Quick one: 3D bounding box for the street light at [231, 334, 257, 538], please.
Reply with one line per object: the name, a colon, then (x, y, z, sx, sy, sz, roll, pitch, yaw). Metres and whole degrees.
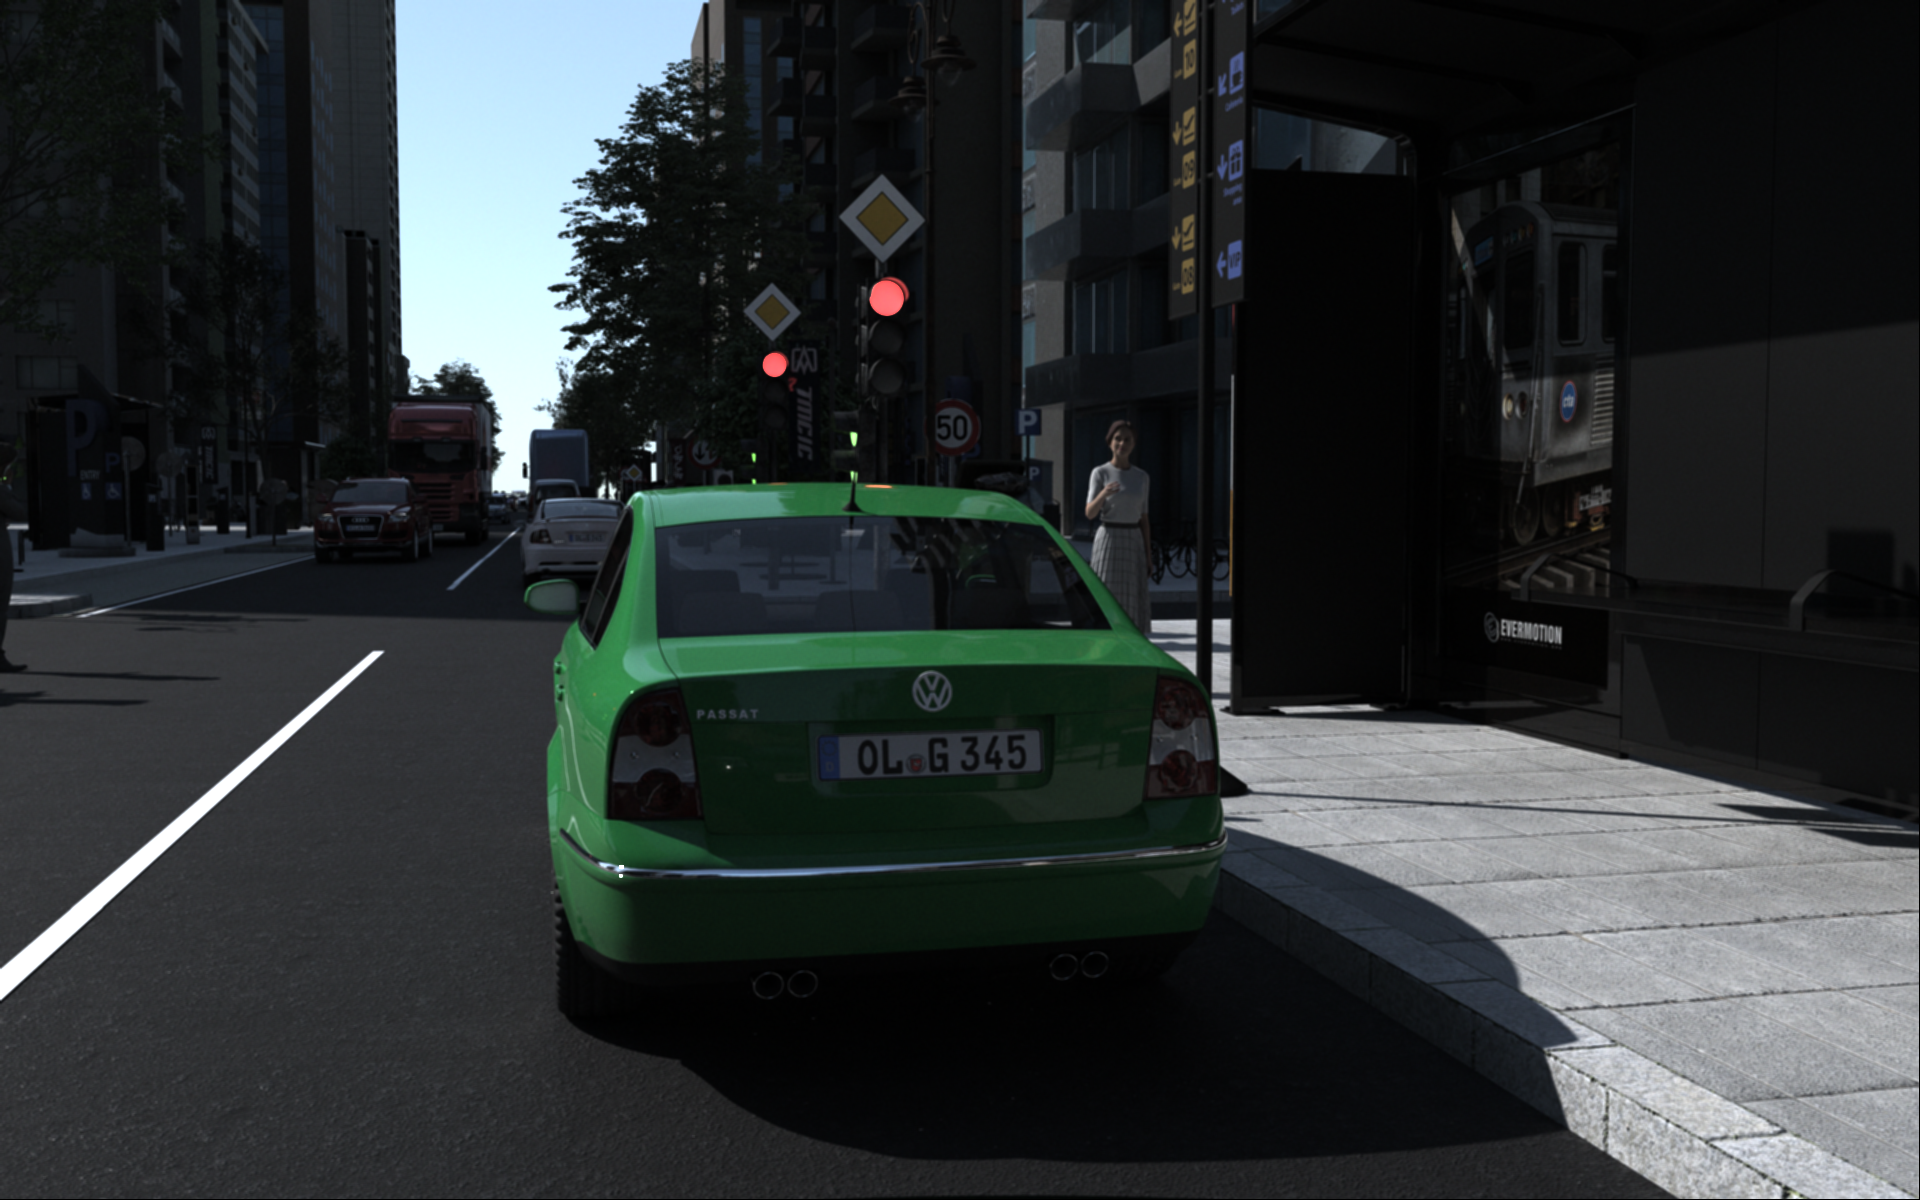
street light: (-20.651, -4.728, 50.091, 0.468, 5.910, 1.993, -1, 4, -13)

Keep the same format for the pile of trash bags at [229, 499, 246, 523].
pile of trash bags: (-31.738, -4.257, 79.347, 1.912, 1.369, 3.447, 2, 4, 28)

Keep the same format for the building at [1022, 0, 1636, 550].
building: (16.674, -26.258, 48.926, 30.456, 49.044, 23.786, -1, 4, -13)

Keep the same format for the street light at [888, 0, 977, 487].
street light: (-0.252, -2.585, 15.055, 0.468, 5.910, 1.993, -1, 4, -13)

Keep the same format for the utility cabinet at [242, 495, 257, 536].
utility cabinet: (-21.671, -2.554, 52.924, 0.306, 1.237, 1.020, -1, 4, -23)

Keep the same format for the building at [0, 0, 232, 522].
building: (-44.133, -24.422, 82.892, 14.154, 41.232, 14.086, -1, 4, -13)

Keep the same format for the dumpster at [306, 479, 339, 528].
dumpster: (-24.462, -3.728, 66.709, 1.264, 1.857, 1.865, -1, 4, -13)

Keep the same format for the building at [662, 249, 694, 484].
building: (-28.355, -26.571, 206.142, 14.160, 30.474, 14.107, -1, 4, -13)

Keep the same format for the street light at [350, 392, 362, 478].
street light: (-27.450, -6.480, 78.742, 0.468, 5.910, 1.993, -1, 4, -13)

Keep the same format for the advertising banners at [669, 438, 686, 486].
advertising banners: (-8.092, -3.562, 54.424, 2.074, 3.025, 0.090, -1, 4, -15)

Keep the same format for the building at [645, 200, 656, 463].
building: (-32.293, -35.923, 241.972, 22.147, 44.769, 28.867, -1, 4, -13)

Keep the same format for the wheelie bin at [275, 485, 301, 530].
wheelie bin: (-24.116, -3.317, 62.148, 0.980, 1.594, 0.693, 1, 4, 21)

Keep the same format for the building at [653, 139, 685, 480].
building: (-31.372, -34.846, 219.839, 14.600, 45.320, 14.200, -1, 4, -13)

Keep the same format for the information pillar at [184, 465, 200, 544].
information pillar: (-19.675, -2.439, 44.364, 0.304, 2.012, 0.304, -2, 4, -28)

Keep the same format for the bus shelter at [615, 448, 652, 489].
bus shelter: (-17.110, -6.088, 90.819, 1.731, 3.624, 6.357, -1, 4, -13)

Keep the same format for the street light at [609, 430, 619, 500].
street light: (-18.999, -7.540, 96.067, 0.468, 5.910, 1.993, -1, 4, -13)

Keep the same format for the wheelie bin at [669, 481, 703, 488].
wheelie bin: (-6.477, -2.109, 42.387, 0.693, 1.594, 0.980, 2, 4, 27)

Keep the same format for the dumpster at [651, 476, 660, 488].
dumpster: (-16.961, -5.754, 96.566, 1.502, 2.255, 1.985, -1, 4, -13)

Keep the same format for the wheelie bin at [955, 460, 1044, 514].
wheelie bin: (0.339, -0.503, 16.127, 0.980, 1.594, 0.693, -1, 4, -20)

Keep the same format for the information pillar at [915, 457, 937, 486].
information pillar: (-0.668, -1.809, 34.063, 0.304, 2.012, 0.304, 3, 5, 39)

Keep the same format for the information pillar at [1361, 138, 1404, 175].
information pillar: (2.681, -1.223, 11.353, 0.183, 3.616, 0.504, -3, 5, -39)

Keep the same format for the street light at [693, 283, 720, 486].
street light: (-5.567, -3.993, 38.066, 0.468, 5.910, 1.993, -1, 4, -13)

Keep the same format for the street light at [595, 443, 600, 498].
street light: (-29.692, -10.347, 141.955, 0.468, 5.910, 1.993, -1, 4, -13)

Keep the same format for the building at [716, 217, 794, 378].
building: (-2.309, -17.108, 124.755, 27.650, 21.520, 28.899, -1, 4, -13)

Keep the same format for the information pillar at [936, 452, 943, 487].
information pillar: (-0.738, -3.614, 50.445, 0.504, 3.616, 0.183, -2, 4, -30)

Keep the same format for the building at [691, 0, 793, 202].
building: (-16.862, -31.067, 158.059, 14.600, 45.320, 14.200, -1, 4, -13)

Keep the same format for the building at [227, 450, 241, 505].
building: (-52.258, -40.371, 98.310, 20.563, 71.187, 20.611, -1, 4, -13)

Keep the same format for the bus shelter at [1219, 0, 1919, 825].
bus shelter: (2.736, -0.971, 7.155, 1.731, 3.624, 6.357, -1, 4, -13)

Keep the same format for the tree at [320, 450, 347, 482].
tree: (-27.990, -5.007, 76.463, 1.663, 3.219, 1.824, 0, 3, 0)

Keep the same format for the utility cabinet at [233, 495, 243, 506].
utility cabinet: (-35.419, -4.549, 85.530, 1.020, 1.237, 0.306, 2, 4, 27)

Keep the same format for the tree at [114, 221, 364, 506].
tree: (-24.154, -7.666, 59.751, 7.601, 10.594, 8.767, 1, 4, 19)

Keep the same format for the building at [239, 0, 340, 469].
building: (-58.732, -29.987, 140.403, 14.600, 45.320, 14.200, -1, 4, -13)

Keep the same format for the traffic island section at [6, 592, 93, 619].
traffic island section: (-11.869, 0.075, 21.056, 2.009, 0.180, 2.903, -1, 4, -13)

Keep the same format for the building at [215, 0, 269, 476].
building: (-62.589, -26.191, 120.101, 32.217, 40.220, 23.993, -1, 4, -13)

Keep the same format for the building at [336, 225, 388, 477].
building: (-69.872, -25.387, 186.778, 14.160, 30.474, 14.107, -1, 4, -13)

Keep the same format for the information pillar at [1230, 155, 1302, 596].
information pillar: (2.139, -1.266, 12.057, 0.504, 3.616, 0.183, -1, 4, -15)

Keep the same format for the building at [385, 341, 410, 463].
building: (-81.179, -22.124, 206.772, 27.650, 21.520, 28.899, -1, 4, -13)

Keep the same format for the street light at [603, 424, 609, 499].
street light: (-23.078, -8.592, 113.261, 0.468, 5.910, 1.993, -1, 4, -13)

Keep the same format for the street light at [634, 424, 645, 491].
street light: (-12.338, -5.786, 67.384, 0.468, 5.910, 1.993, -1, 4, -13)

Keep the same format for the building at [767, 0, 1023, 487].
building: (2.141, -26.384, 86.003, 22.147, 44.769, 28.867, -1, 4, -13)

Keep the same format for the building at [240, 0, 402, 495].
building: (-83.209, -48.434, 230.149, 20.563, 71.187, 20.611, -1, 4, -13)

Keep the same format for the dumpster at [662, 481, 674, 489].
dumpster: (-12.450, -4.309, 76.203, 1.264, 1.857, 1.865, -1, 4, -13)
